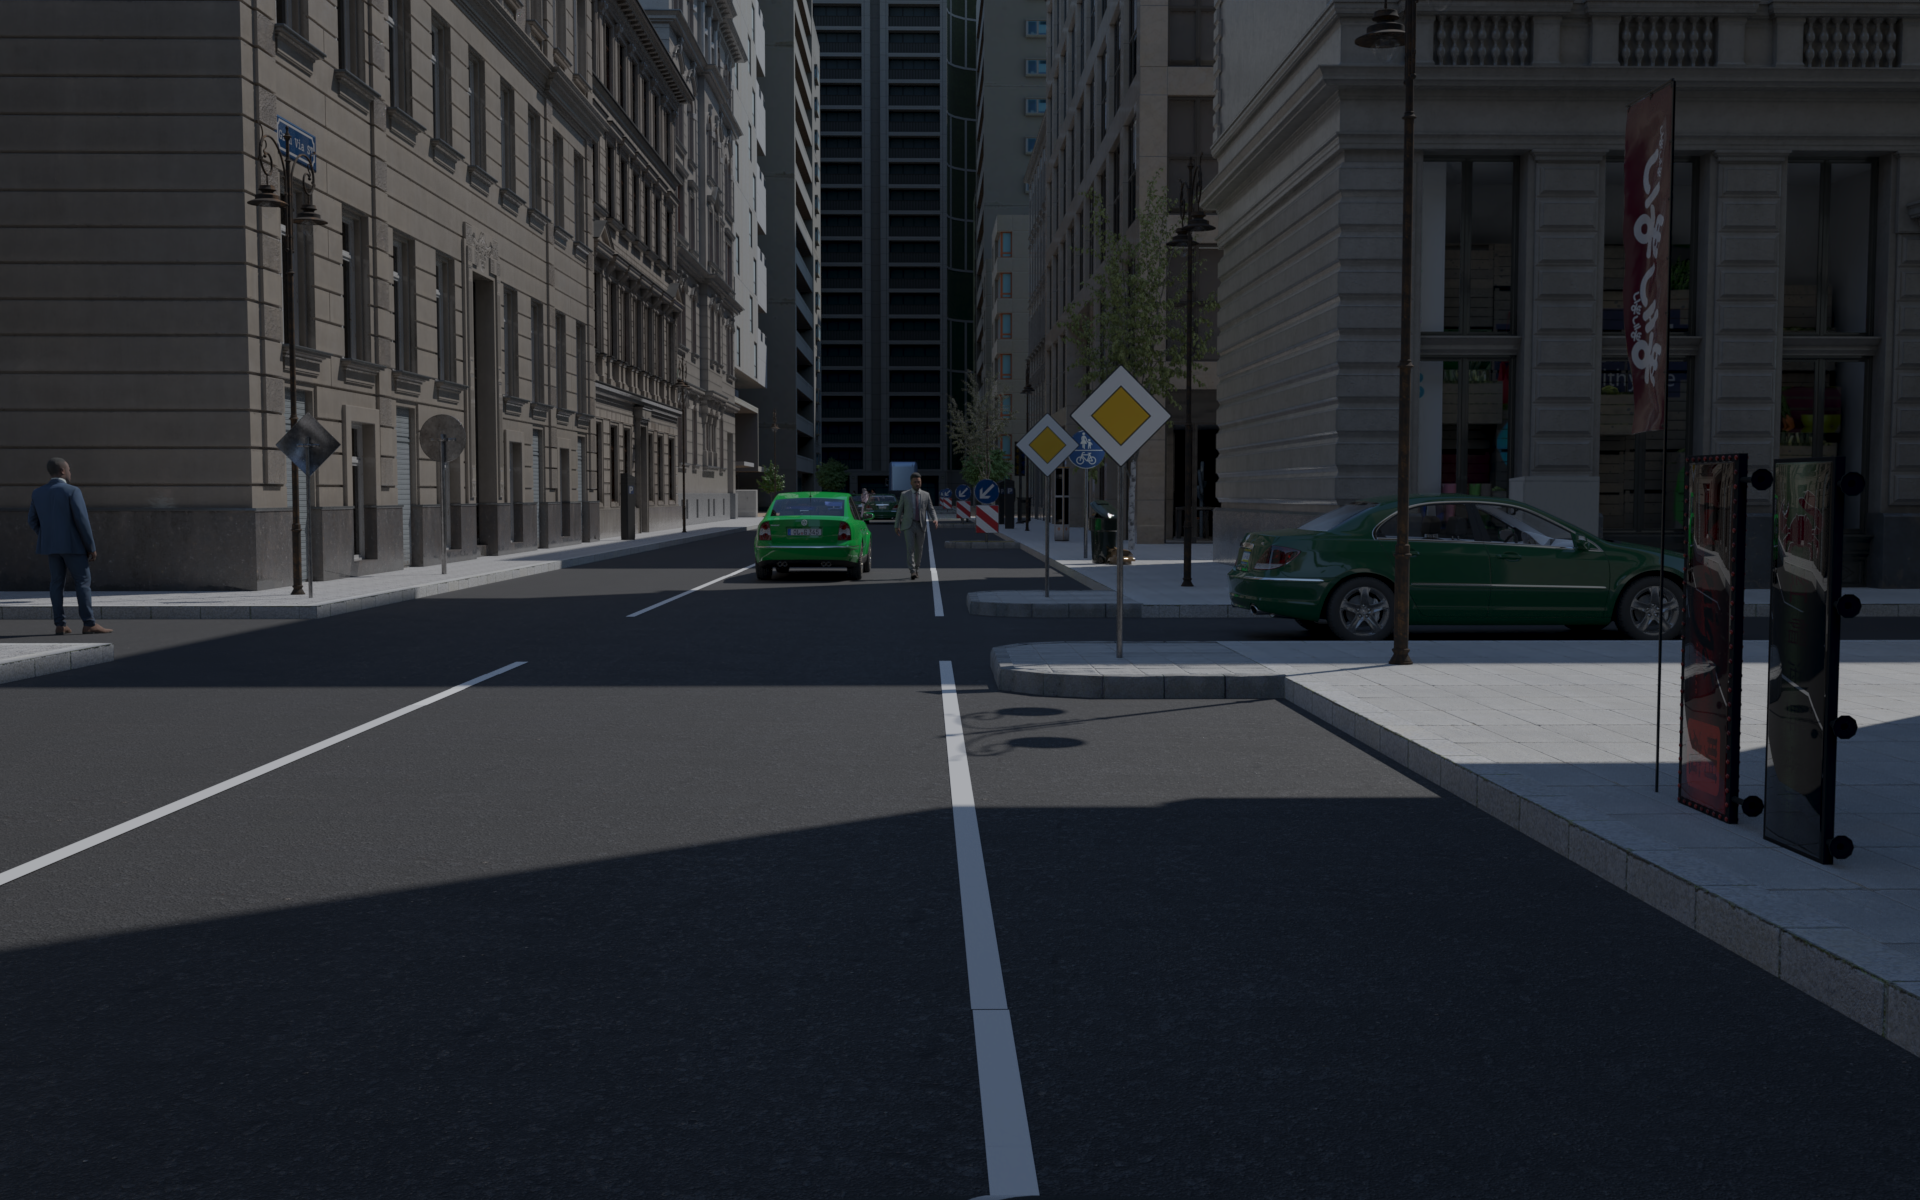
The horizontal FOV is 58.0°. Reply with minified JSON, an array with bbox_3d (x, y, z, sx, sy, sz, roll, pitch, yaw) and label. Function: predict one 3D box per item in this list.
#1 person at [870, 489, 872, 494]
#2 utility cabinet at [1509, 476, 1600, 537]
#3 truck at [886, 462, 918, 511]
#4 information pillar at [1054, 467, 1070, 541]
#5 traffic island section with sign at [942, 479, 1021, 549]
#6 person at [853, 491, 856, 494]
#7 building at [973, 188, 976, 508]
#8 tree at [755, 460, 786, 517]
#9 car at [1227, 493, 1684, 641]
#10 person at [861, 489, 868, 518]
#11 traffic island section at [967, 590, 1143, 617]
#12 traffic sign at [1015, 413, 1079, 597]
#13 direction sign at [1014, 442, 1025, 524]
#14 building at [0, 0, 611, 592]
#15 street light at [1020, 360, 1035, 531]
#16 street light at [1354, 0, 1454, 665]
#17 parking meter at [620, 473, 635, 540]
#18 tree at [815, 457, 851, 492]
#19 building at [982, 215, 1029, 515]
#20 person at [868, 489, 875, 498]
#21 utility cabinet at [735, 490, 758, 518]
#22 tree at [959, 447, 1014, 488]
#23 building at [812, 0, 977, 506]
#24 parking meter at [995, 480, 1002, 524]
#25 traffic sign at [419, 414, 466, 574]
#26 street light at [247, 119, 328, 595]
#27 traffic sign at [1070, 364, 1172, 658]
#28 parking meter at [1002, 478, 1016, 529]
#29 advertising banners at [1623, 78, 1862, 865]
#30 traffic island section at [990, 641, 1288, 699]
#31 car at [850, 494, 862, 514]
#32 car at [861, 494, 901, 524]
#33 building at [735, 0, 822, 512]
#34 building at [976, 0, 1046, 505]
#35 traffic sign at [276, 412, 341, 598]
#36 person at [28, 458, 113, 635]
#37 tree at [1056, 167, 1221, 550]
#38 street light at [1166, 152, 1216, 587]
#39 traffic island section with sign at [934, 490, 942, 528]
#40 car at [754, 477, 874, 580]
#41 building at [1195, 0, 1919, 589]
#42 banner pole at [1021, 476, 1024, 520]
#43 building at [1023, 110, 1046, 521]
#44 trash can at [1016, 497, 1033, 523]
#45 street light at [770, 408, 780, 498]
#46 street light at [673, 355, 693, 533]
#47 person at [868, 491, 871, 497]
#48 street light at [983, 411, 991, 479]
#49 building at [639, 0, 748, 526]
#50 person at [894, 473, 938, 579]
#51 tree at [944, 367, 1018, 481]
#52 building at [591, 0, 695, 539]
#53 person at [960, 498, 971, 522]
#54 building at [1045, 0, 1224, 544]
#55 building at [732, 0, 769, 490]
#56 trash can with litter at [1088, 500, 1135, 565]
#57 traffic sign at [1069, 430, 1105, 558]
[{"bbox_3d":[-8.087,-9.194,158.450,1.348,1.869,0.705,-2,4,-32],"label":"person"},{"bbox_3d":[7.481,-0.806,21.862,1.173,1.500,0.318,-1,4,-22],"label":"utility cabinet"},{"bbox_3d":[-4.517,-9.117,138.817,2.967,4.110,18.799,0,4,-2],"label":"truck"},{"bbox_3d":[2.767,-2.599,46.982,0.304,2.012,0.304,3,4,38],"label":"information pillar"},{"bbox_3d":[0.587,-2.316,46.491,1.989,1.847,2.006,0,4,-1],"label":"traffic island section with sign"},{"bbox_3d":[-8.995,-8.357,145.927,0.721,1.735,1.217,3,4,38],"label":"person"},{"bbox_3d":[8.230,-24.042,164.789,14.160,30.474,14.107,0,4,-1],"label":"building"},{"bbox_3d":[-10.672,-6.261,96.975,1.663,3.219,1.824,0,3,0],"label":"tree"},{"bbox_3d":[5.172,-0.341,17.372,4.920,1.459,2.131,0,4,-2],"label":"car"},{"bbox_3d":[-5.460,-5.499,99.075,0.621,1.740,0.551,-1,4,-13],"label":"person"},{"bbox_3d":[1.104,0.044,21.564,2.009,0.180,2.903,0,4,-1],"label":"traffic island section"},{"bbox_3d":[1.080,-1.091,21.487,0.795,2.450,0.064,0,4,-1],"label":"traffic sign"},{"bbox_3d":[2.588,-5.075,74.977,0.379,3.537,0.876,2,4,32],"label":"direction sign"},{"bbox_3d":[-15.167,-14.480,34.007,12.463,27.353,25.104,0,4,-1],"label":"building"},{"bbox_3d":[2.337,-5.339,60.083,0.468,5.910,1.993,0,4,-1],"label":"street light"},{"bbox_3d":[3.326,-2.453,12.893,0.468,5.910,1.993,0,4,-1],"label":"street light"},{"bbox_3d":[-9.264,-2.606,48.318,0.255,1.863,0.399,2,4,27],"label":"parking meter"},{"bbox_3d":[-11.247,-10.365,153.178,4.285,4.588,4.351,0,3,0],"label":"tree"},{"bbox_3d":[15.823,-16.950,122.171,27.650,21.520,28.899,0,4,-1],"label":"building"},{"bbox_3d":[-5.242,-5.770,103.546,1.217,1.736,0.721,3,4,38],"label":"person"},{"bbox_3d":[-11.518,-5.179,93.361,1.173,1.500,0.318,1,4,12],"label":"utility cabinet"},{"bbox_3d":[1.634,-7.430,105.199,4.285,4.588,4.351,0,3,0],"label":"tree"},{"bbox_3d":[-6.143,-45.932,189.238,20.611,71.187,20.563,0,4,-1],"label":"building"},{"bbox_3d":[1.681,-4.130,73.237,0.255,1.863,0.399,3,5,42],"label":"parking meter"},{"bbox_3d":[-8.255,-1.684,27.638,0.768,2.556,0.104,0,4,5],"label":"traffic sign"},{"bbox_3d":[-8.446,-3.005,21.914,0.468,5.910,1.993,0,4,-1],"label":"street light"},{"bbox_3d":[1.246,-0.603,13.503,0.795,2.450,0.064,0,4,-1],"label":"traffic sign"},{"bbox_3d":[1.854,-3.561,63.929,0.399,1.863,0.255,0,4,1],"label":"parking meter"},{"bbox_3d":[3.002,-0.652,6.845,0.090,3.025,2.074,0,3,0],"label":"advertising banners"},{"bbox_3d":[1.270,0.532,13.581,2.009,0.180,2.903,0,4,-1],"label":"traffic island section"},{"bbox_3d":[-6.886,-6.245,111.894,2.009,1.686,4.222,0,4,-1],"label":"car"},{"bbox_3d":[-3.733,-4.392,83.607,2.131,1.459,4.920,0,4,-2],"label":"car"},{"bbox_3d":[-24.034,-32.803,160.031,21.600,48.544,21.300,0,4,-1],"label":"building"},{"bbox_3d":[12.318,-31.975,146.498,21.300,48.544,21.600,0,4,-1],"label":"building"},{"bbox_3d":[-8.012,-1.081,21.318,0.795,2.450,0.064,0,4,-1],"label":"traffic sign"},{"bbox_3d":[-9.120,-0.550,17.682,0.721,1.800,0.419,0,3,0],"label":"person"},{"bbox_3d":[4.056,-5.486,40.051,4.737,8.622,4.395,0,3,0],"label":"tree"},{"bbox_3d":[3.158,-3.125,23.881,0.468,5.910,1.993,0,4,-1],"label":"street light"},{"bbox_3d":[0.018,-3.999,74.016,1.989,1.847,2.006,0,4,-1],"label":"traffic island section with sign"},{"bbox_3d":[-2.516,-1.318,30.342,1.959,1.807,4.718,0,4,0],"label":"car"},{"bbox_3d":[14.118,-12.147,27.486,19.941,23.489,11.050,0,4,-1],"label":"building"},{"bbox_3d":[3.001,-5.838,85.472,0.401,3.779,0.863,0,4,8],"label":"banner pole"},{"bbox_3d":[8.550,-14.551,87.057,9.793,20.994,18.267,0,4,-1],"label":"building"},{"bbox_3d":[2.877,-4.037,77.656,0.748,1.137,0.748,0,3,0],"label":"trash can"},{"bbox_3d":[-9.955,-7.365,93.213,0.468,5.910,1.993,0,4,-1],"label":"street light"},{"bbox_3d":[-9.194,-5.186,57.579,0.468,5.910,1.993,0,4,-1],"label":"street light"},{"bbox_3d":[-7.932,-8.617,150.095,0.721,1.736,1.217,-2,4,-27],"label":"person"},{"bbox_3d":[1.508,-7.544,96.130,0.468,5.910,1.993,0,4,-1],"label":"street light"},{"bbox_3d":[-17.467,-17.742,77.465,14.401,28.519,23.554,0,4,-1],"label":"building"},{"bbox_3d":[-0.750,-1.251,29.229,0.678,1.792,0.850,-1,4,-13],"label":"person"},{"bbox_3d":[1.282,-9.142,99.826,4.360,8.622,3.978,0,3,0],"label":"tree"},{"bbox_3d":[-15.128,-11.730,56.417,10.561,19.102,19.286,0,4,-1],"label":"building"},{"bbox_3d":[0.254,-4.879,88.082,0.655,1.846,0.447,-2,4,-29],"label":"person"},{"bbox_3d":[13.788,-15.677,60.834,19.350,26.468,34.151,0,4,-1],"label":"building"},{"bbox_3d":[-30.288,-36.987,193.976,27.495,52.752,28.713,0,4,-1],"label":"building"},{"bbox_3d":[2.826,-1.245,31.744,0.624,1.170,1.055,-2,4,-33],"label":"trash can with litter"},{"bbox_3d":[2.510,-2.105,34.517,0.768,2.556,0.104,0,4,3],"label":"traffic sign"}]
